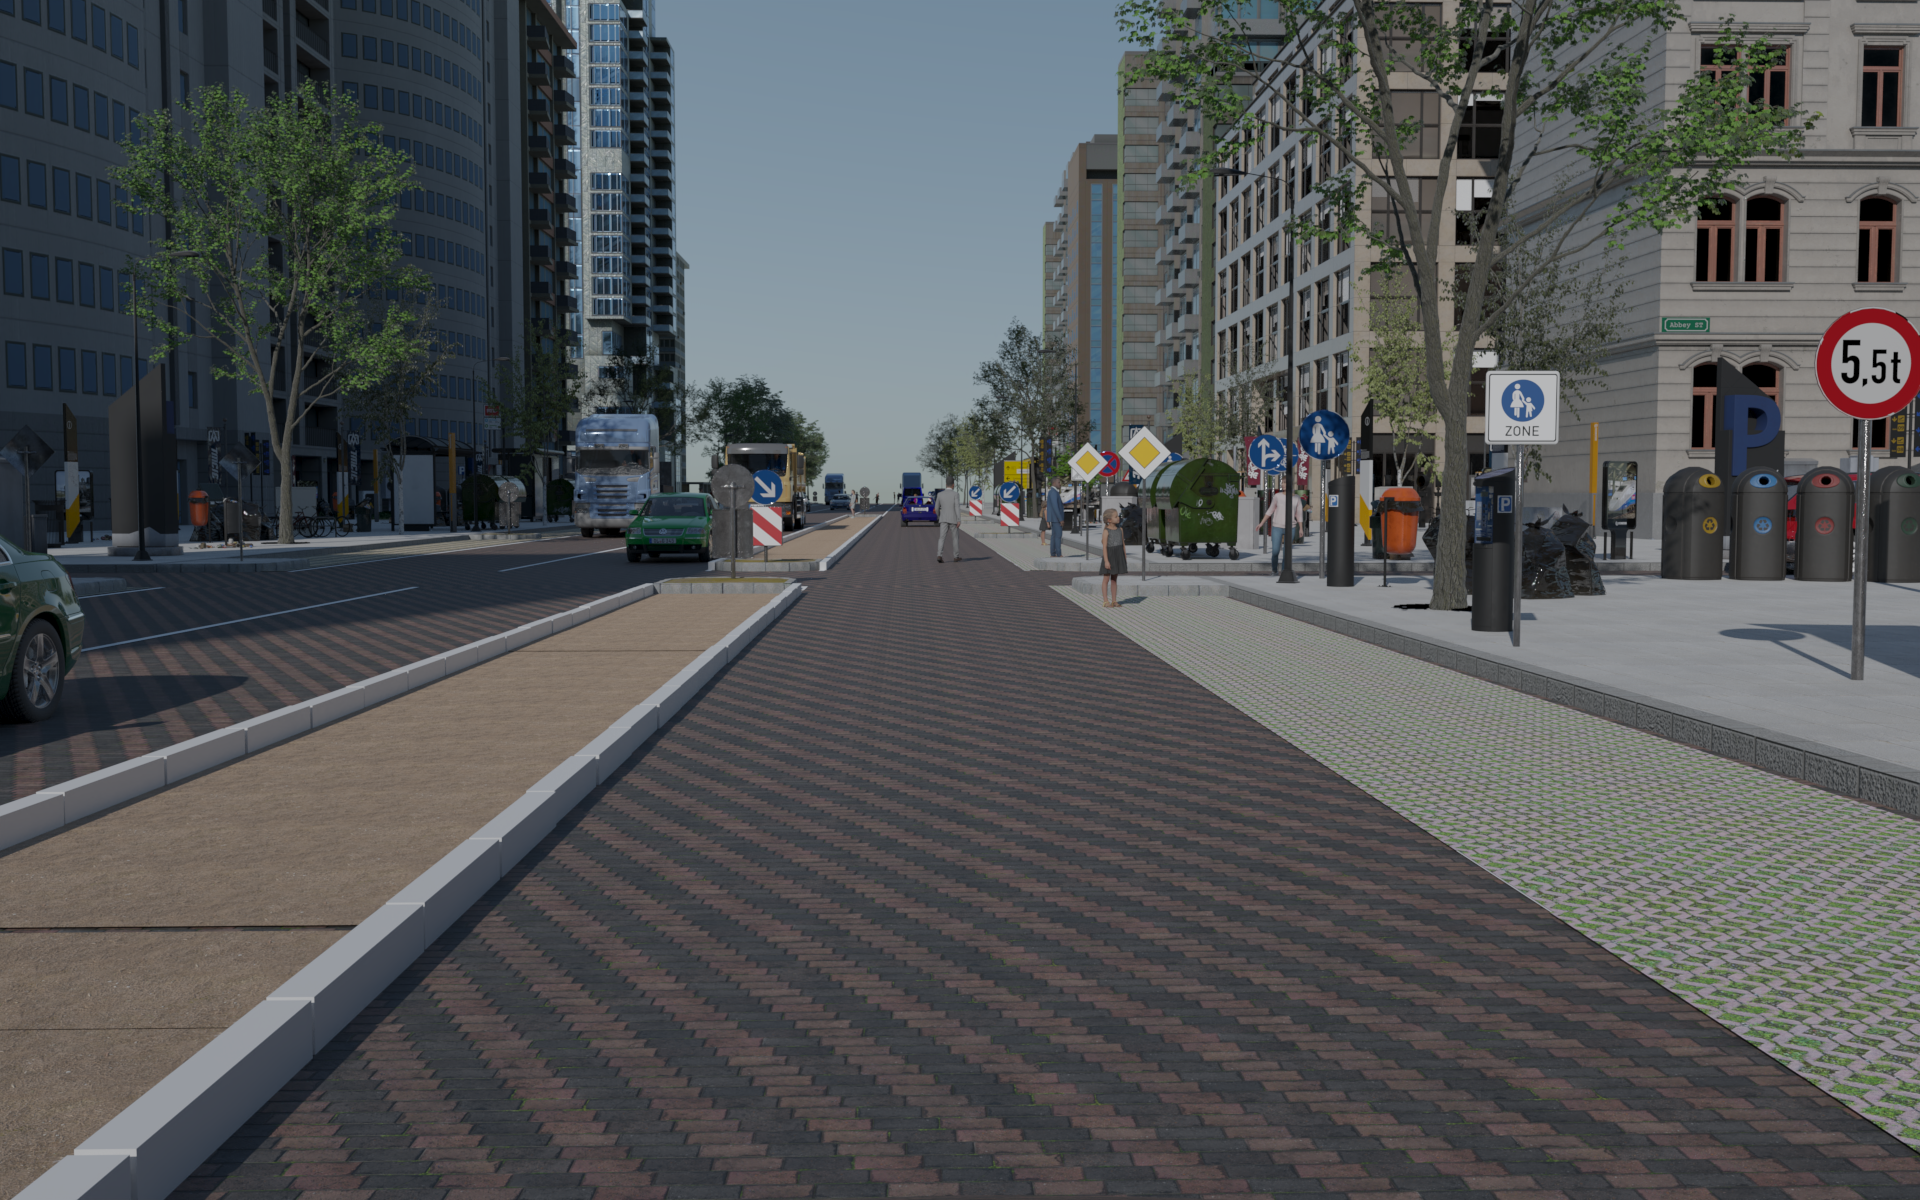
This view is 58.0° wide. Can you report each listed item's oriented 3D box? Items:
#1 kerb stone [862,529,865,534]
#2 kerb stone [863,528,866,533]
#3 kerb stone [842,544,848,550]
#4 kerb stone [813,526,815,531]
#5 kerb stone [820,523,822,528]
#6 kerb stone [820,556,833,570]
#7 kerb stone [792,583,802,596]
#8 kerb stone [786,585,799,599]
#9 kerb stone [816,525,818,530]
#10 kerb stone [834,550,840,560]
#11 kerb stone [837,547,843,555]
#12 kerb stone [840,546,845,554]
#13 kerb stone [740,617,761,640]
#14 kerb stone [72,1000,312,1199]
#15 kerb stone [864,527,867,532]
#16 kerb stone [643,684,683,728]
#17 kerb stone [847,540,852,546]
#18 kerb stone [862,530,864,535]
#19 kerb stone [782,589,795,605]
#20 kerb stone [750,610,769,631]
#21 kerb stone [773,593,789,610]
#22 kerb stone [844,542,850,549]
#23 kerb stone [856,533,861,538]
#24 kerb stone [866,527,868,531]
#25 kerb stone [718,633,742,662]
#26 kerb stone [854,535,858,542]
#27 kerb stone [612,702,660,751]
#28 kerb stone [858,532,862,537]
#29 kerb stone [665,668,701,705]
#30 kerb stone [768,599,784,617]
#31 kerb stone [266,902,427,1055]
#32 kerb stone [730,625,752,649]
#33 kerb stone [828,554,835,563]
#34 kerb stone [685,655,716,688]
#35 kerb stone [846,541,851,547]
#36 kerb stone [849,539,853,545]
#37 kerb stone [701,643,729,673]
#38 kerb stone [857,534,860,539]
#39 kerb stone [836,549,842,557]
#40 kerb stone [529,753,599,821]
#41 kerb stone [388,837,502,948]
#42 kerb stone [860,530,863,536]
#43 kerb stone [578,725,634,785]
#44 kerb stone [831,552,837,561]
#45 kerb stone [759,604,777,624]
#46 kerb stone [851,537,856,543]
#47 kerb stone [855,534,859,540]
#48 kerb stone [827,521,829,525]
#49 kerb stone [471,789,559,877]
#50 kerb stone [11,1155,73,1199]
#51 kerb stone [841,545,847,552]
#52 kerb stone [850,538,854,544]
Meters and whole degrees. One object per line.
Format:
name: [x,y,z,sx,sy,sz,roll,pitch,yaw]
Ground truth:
kerb stone: [-3.376,-2.233,58.711,0.120,0.150,1.000,0,4,-2]
kerb stone: [-3.410,-2.295,59.732,0.120,0.150,1.000,0,4,-2]
kerb stone: [-2.879,-1.226,42.320,0.120,0.150,1.000,0,4,-2]
kerb stone: [-5.710,-2.670,65.876,0.120,0.150,1.000,0,4,-2]
kerb stone: [-5.862,-2.985,71.001,0.120,0.150,1.000,0,4,-2]
kerb stone: [-2.627,-0.730,34.136,0.120,0.150,1.000,0,4,-2]
kerb stone: [-2.324,-0.134,24.404,0.120,0.150,1.000,0,4,-2]
kerb stone: [-2.296,-0.070,23.372,0.120,0.150,1.000,0,4,-2]
kerb stone: [-5.765,-2.796,67.922,0.120,0.150,1.000,0,4,-2]
kerb stone: [-2.718,-0.918,37.200,0.120,0.150,1.000,0,4,-2]
kerb stone: [-2.782,-1.043,39.250,0.120,0.150,1.000,0,4,-2]
kerb stone: [-2.816,-1.106,40.277,0.120,0.150,1.000,0,4,-2]
kerb stone: [-2.108,0.305,17.234,0.120,0.150,1.000,0,4,-2]
kerb stone: [-1.689,1.119,3.893,0.120,0.150,1.000,0,4,-2]
kerb stone: [-3.476,-2.421,61.784,0.120,0.150,1.000,0,4,-2]
kerb stone: [-1.911,0.680,11.076,0.120,0.150,1.000,0,4,-2]
kerb stone: [-2.973,-1.419,45.393,0.120,0.150,1.000,0,4,-2]
kerb stone: [-3.343,-2.170,57.682,0.120,0.150,1.000,0,4,-2]
kerb stone: [-2.258,-0.003,22.351,0.120,0.150,1.000,0,4,-2]
kerb stone: [-2.138,0.241,18.256,0.120,0.150,1.000,0,4,-2]
kerb stone: [-2.232,0.053,21.328,0.120,0.150,1.000,0,4,-2]
kerb stone: [-2.905,-1.293,43.343,0.120,0.150,1.000,0,4,-2]
kerb stone: [-3.223,-1.916,53.582,0.120,0.150,1.000,0,4,-2]
kerb stone: [-3.508,-2.482,62.810,0.120,0.150,1.000,0,4,-2]
kerb stone: [-2.040,0.430,15.170,0.120,0.150,1.000,0,4,-2]
kerb stone: [-3.132,-1.723,50.515,0.120,0.150,1.000,0,4,-2]
kerb stone: [-1.890,0.744,10.048,0.120,0.150,1.000,0,4,-2]
kerb stone: [-3.256,-1.983,54.611,0.120,0.150,1.000,0,4,-2]
kerb stone: [-1.946,0.618,12.098,0.120,0.150,1.000,0,4,-2]
kerb stone: [-2.192,0.121,20.307,0.120,0.150,1.000,0,4,-2]
kerb stone: [-1.722,1.057,4.918,0.120,0.150,1.000,0,4,-2]
kerb stone: [-2.076,0.366,16.207,0.120,0.150,1.000,0,4,-2]
kerb stone: [-2.666,-0.789,35.157,0.120,0.150,1.000,0,4,-2]
kerb stone: [-1.983,0.555,13.119,0.120,0.150,1.000,0,4,-2]
kerb stone: [-2.942,-1.356,44.365,0.120,0.150,1.000,0,4,-2]
kerb stone: [-3.004,-1.481,46.415,0.120,0.150,1.000,0,4,-2]
kerb stone: [-2.020,0.492,14.148,0.120,0.150,1.000,0,4,-2]
kerb stone: [-3.190,-1.849,52.559,0.120,0.150,1.000,0,4,-2]
kerb stone: [-2.750,-0.981,38.227,0.120,0.150,1.000,0,4,-2]
kerb stone: [-1.829,0.869,7.986,0.120,0.150,1.000,0,4,-2]
kerb stone: [-1.757,0.994,5.940,0.120,0.150,1.000,0,4,-2]
kerb stone: [-3.322,-2.108,56.656,0.120,0.150,1.000,0,4,-2]
kerb stone: [-1.851,0.806,9.021,0.120,0.150,1.000,0,4,-2]
kerb stone: [-2.695,-0.855,36.179,0.120,0.150,1.000,0,4,-2]
kerb stone: [-2.169,0.178,19.279,0.120,0.150,1.000,0,4,-2]
kerb stone: [-3.066,-1.607,48.466,0.120,0.150,1.000,0,4,-2]
kerb stone: [-3.164,-1.794,51.536,0.120,0.150,1.000,0,4,-2]
kerb stone: [-6.044,-3.362,77.157,0.120,0.150,1.000,0,4,-2]
kerb stone: [-1.786,0.932,6.965,0.120,0.150,1.000,0,4,-2]
kerb stone: [-1.659,1.184,2.872,0.120,0.150,1.000,0,4,-2]
kerb stone: [-2.843,-1.168,41.299,0.120,0.150,1.000,0,4,-2]
kerb stone: [-3.035,-1.544,47.436,0.120,0.150,1.000,0,4,-2]
